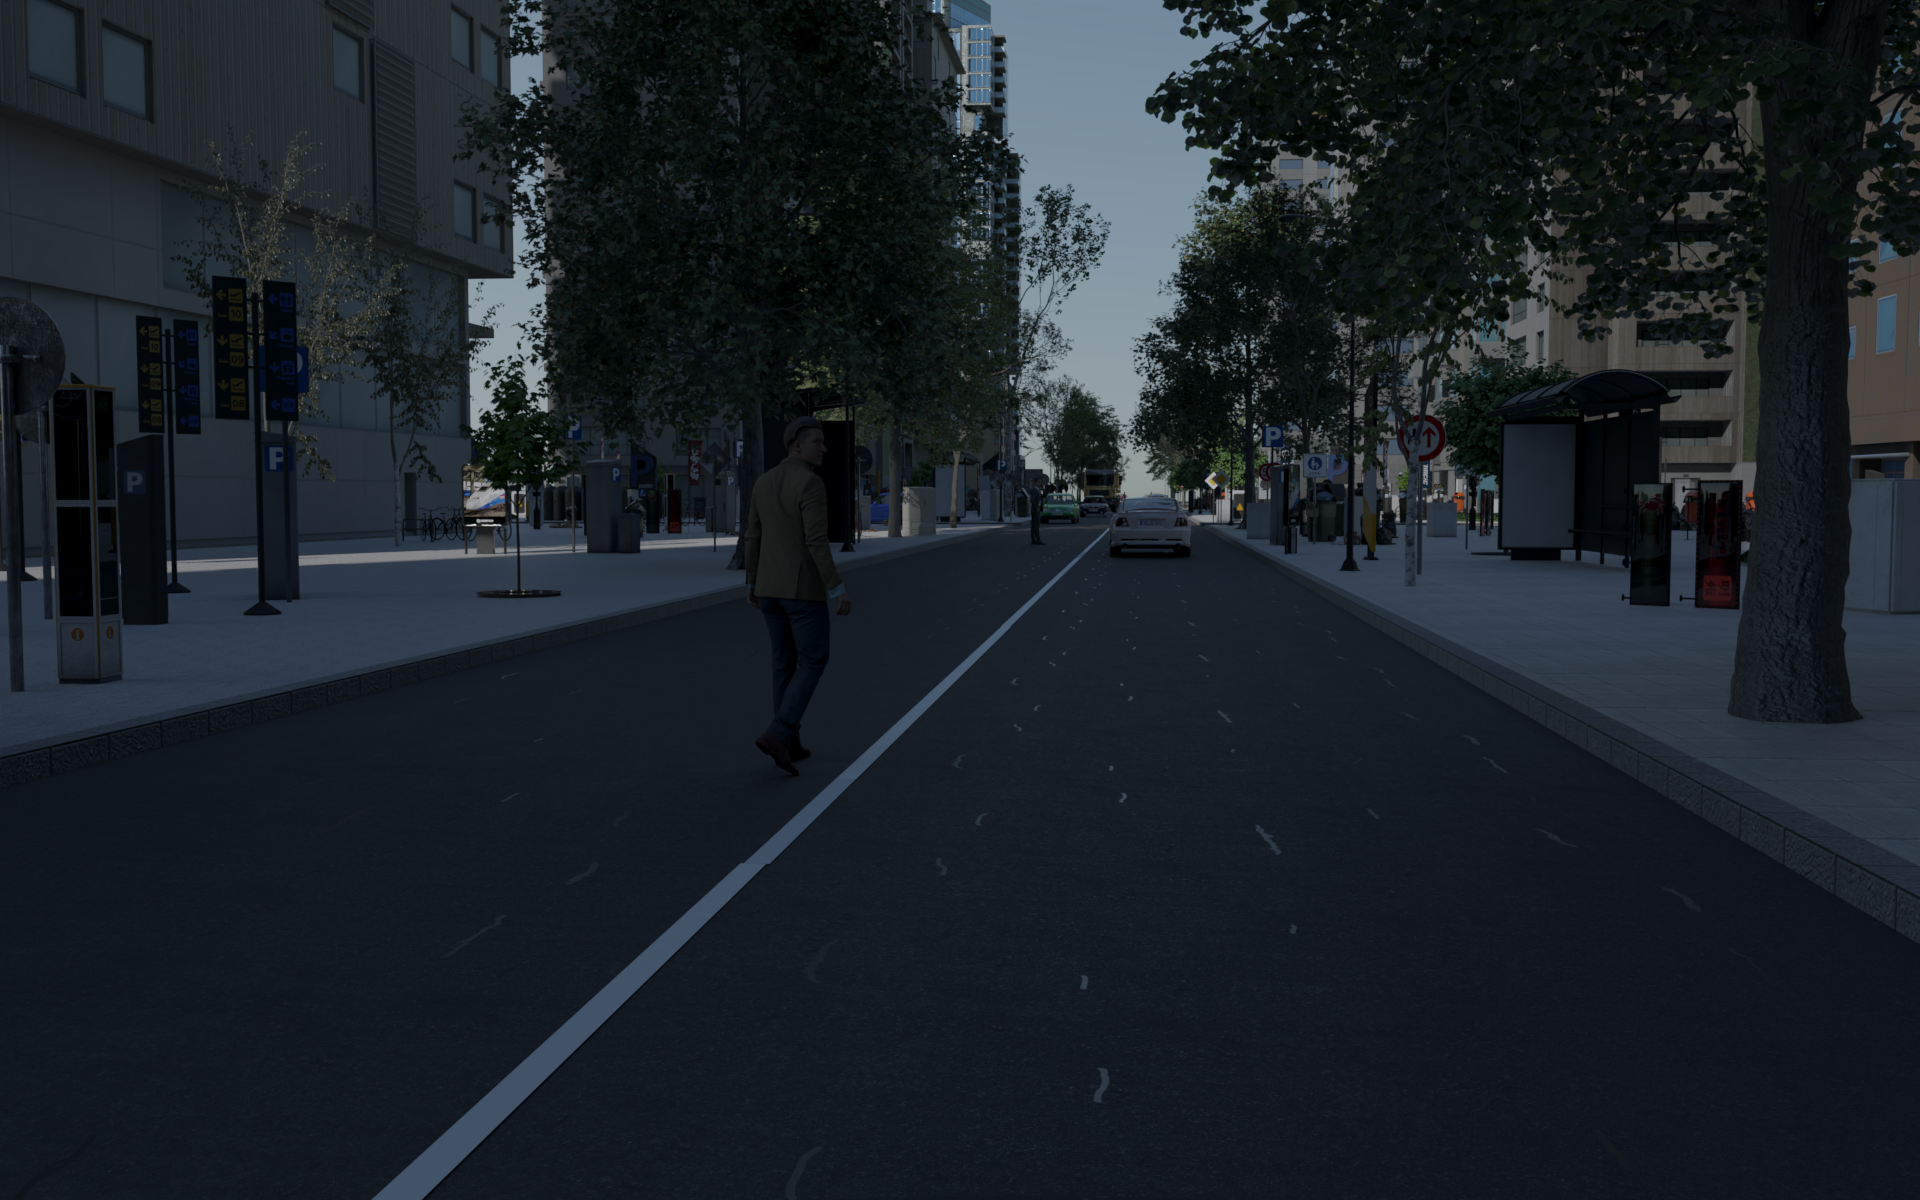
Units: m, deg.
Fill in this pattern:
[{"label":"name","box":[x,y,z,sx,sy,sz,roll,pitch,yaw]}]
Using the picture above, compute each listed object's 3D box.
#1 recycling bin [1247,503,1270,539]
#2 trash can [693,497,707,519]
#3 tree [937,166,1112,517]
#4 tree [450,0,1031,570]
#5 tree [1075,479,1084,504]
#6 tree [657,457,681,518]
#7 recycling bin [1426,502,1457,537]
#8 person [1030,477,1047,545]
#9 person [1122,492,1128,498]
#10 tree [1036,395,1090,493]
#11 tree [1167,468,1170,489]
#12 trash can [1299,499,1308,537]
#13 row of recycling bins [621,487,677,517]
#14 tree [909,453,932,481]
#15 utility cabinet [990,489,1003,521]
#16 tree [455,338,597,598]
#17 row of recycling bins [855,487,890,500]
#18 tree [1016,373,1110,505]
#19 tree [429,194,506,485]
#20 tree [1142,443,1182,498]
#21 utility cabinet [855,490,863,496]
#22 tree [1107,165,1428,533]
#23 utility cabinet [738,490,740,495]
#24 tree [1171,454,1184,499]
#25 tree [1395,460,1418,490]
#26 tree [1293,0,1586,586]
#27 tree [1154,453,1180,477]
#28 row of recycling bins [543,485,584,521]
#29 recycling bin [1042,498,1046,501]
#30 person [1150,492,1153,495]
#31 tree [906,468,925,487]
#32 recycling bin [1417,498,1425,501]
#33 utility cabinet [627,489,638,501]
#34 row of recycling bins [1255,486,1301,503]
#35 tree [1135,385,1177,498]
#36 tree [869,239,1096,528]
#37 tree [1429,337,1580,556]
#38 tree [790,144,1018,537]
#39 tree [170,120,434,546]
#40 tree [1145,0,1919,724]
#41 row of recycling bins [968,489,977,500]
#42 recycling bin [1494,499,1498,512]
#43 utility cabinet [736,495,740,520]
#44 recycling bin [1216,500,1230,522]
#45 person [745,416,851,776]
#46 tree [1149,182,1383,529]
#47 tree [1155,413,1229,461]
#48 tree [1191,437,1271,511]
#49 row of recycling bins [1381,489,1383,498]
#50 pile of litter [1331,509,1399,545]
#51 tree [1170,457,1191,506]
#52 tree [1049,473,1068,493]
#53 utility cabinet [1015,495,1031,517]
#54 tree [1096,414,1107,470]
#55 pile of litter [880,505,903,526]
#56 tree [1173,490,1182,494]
[{"label":"recycling bin","box":[8.630,-2.253,49.386,0.722,1.027,0.722,2,4,30]},{"label":"trash can","box":[-13.446,-4.768,89.607,0.748,1.137,0.748,0,3,0]},{"label":"tree","box":[1.395,-14.832,98.386,12.611,20.169,13.585,0,3,0]},{"label":"tree","box":[-3.600,-6.875,29.408,9.611,12.733,9.660,0,3,0]},{"label":"tree","box":[18.108,-15.835,242.623,4.285,4.588,4.351,0,3,0]},{"label":"tree","box":[-15.896,-5.938,91.690,1.663,3.219,1.824,0,3,0]},{"label":"recycling bin","box":[14.462,-2.411,51.980,0.722,1.027,0.722,0,4,-3]},{"label":"person","box":[2.232,-2.525,49.138,0.474,1.900,0.648,0,4,4]},{"label":"person","box":[23.156,-14.293,242.871,1.217,1.739,0.721,-3,5,-40]},{"label":"tree","box":[7.344,-10.906,128.678,4.360,8.622,3.978,0,3,0]},{"label":"tree","box":[18.324,-9.408,137.537,4.285,4.588,4.351,0,3,0]},{"label":"trash can","box":[10.471,-2.459,51.858,0.748,1.137,0.748,0,3,0]},{"label":"row of recycling bins","box":[-17.090,-5.375,94.990,3.534,1.692,1.069,1,4,10]},{"label":"tree","box":[-2.291,-9.401,137.413,4.285,4.588,4.351,0,3,0]},{"label":"utility cabinet","box":[1.764,-4.560,83.243,0.318,1.500,1.173,1,4,18]},{"label":"tree","box":[-5.521,-1.650,21.587,1.663,3.219,1.824,0,3,0]},{"label":"row of recycling bins","box":[-4.826,-5.842,102.637,3.534,1.692,1.069,0,4,0]},{"label":"tree","box":[8.624,-13.709,149.899,9.928,11.665,9.643,0,3,0]},{"label":"tree","box":[-13.543,-5.620,42.245,4.360,8.622,3.978,0,3,0]},{"label":"tree","box":[28.908,-19.545,237.695,7.486,12.596,7.792,0,3,0]},{"label":"utility cabinet","box":[-5.482,-4.797,87.112,1.173,1.500,0.318,-1,4,-12]},{"label":"tree","box":[9.813,-7.031,49.375,7.601,10.594,8.767,3,4,36]},{"label":"utility cabinet","box":[-11.373,-5.089,91.877,0.318,1.500,1.173,-2,4,-32]},{"label":"tree","box":[26.964,-15.774,208.260,4.360,8.622,3.978,0,3,0]},{"label":"tree","box":[25.054,-6.252,96.820,1.663,3.219,1.824,0,3,0]},{"label":"tree","box":[6.479,-4.510,24.093,4.737,8.622,4.395,0,3,0]},{"label":"tree","box":[35.682,-22.165,288.149,9.928,11.665,9.643,0,3,0]},{"label":"row of recycling bins","box":[-18.726,-4.650,83.147,3.534,1.692,1.069,2,4,35]},{"label":"recycling bin","box":[6.426,-7.327,132.344,0.722,1.027,0.722,1,4,11]},{"label":"person","box":[30.492,-16.424,276.903,0.709,1.838,0.599,-2,4,-33]},{"label":"tree","box":[-3.366,-8.174,128.248,1.663,3.219,1.824,0,3,0]},{"label":"recycling bin","box":[32.956,-6.829,124.202,0.722,1.027,0.722,1,4,21]},{"label":"utility cabinet","box":[-29.153,-8.860,153.544,1.173,1.500,0.318,0,4,1]},{"label":"row of recycling bins","box":[16.867,-5.253,93.004,3.534,1.692,1.069,-2,4,-31]},{"label":"tree","box":[31.190,-24.318,253.481,12.611,20.169,13.585,0,3,0]},{"label":"tree","box":[-0.235,-7.927,64.012,8.767,10.594,7.601,-1,4,-8]},{"label":"tree","box":[11.499,-3.229,36.510,4.285,4.588,4.351,0,3,0]},{"label":"tree","box":[-2.345,-8.151,51.402,7.486,12.596,7.792,0,3,0]},{"label":"tree","box":[-13.731,-5.181,35.068,4.360,8.622,3.978,0,3,0]},{"label":"tree","box":[4.719,-6.300,9.665,9.857,13.997,8.962,0,3,0]},{"label":"row of recycling bins","box":[1.119,-8.186,140.952,1.069,1.692,3.534,0,4,2]},{"label":"recycling bin","box":[27.562,-4.680,89.079,0.722,1.027,0.722,1,4,12]},{"label":"utility cabinet","box":[-10.838,-4.640,87.021,0.306,1.237,1.020,-3,5,-40]},{"label":"recycling bin","box":[12.165,-4.097,79.546,0.722,1.027,0.722,1,4,13]},{"label":"person","box":[-0.855,-0.039,9.043,0.656,1.842,0.836,1,4,13]},{"label":"tree","box":[10.473,-8.922,62.890,9.611,12.733,9.660,0,3,0]},{"label":"tree","box":[22.853,-15.872,169.883,12.009,13.543,11.850,0,3,0]},{"label":"tree","box":[13.776,-6.228,85.540,4.285,4.588,4.351,0,3,0]},{"label":"row of recycling bins","box":[32.994,-7.928,136.733,1.069,1.692,3.534,0,4,5]},{"label":"pile of litter","box":[10.246,-1.835,43.969,1.719,0.858,1.176,0,4,8]},{"label":"tree","box":[18.473,-8.925,129.635,4.285,4.588,4.351,0,3,0]},{"label":"tree","box":[7.839,-8.959,141.074,1.663,3.219,1.824,0,3,0]},{"label":"utility cabinet","box":[3.659,-5.338,98.444,1.020,1.237,0.306,1,4,21]},{"label":"tree","box":[12.736,-15.458,187.155,8.767,10.594,7.601,-1,4,-15]},{"label":"pile of litter","box":[-2.662,-3.456,70.471,1.176,0.858,1.719,3,5,43]},{"label":"tree","box":[30.306,-15.202,243.159,1.663,3.219,1.824,0,3,0]}]
